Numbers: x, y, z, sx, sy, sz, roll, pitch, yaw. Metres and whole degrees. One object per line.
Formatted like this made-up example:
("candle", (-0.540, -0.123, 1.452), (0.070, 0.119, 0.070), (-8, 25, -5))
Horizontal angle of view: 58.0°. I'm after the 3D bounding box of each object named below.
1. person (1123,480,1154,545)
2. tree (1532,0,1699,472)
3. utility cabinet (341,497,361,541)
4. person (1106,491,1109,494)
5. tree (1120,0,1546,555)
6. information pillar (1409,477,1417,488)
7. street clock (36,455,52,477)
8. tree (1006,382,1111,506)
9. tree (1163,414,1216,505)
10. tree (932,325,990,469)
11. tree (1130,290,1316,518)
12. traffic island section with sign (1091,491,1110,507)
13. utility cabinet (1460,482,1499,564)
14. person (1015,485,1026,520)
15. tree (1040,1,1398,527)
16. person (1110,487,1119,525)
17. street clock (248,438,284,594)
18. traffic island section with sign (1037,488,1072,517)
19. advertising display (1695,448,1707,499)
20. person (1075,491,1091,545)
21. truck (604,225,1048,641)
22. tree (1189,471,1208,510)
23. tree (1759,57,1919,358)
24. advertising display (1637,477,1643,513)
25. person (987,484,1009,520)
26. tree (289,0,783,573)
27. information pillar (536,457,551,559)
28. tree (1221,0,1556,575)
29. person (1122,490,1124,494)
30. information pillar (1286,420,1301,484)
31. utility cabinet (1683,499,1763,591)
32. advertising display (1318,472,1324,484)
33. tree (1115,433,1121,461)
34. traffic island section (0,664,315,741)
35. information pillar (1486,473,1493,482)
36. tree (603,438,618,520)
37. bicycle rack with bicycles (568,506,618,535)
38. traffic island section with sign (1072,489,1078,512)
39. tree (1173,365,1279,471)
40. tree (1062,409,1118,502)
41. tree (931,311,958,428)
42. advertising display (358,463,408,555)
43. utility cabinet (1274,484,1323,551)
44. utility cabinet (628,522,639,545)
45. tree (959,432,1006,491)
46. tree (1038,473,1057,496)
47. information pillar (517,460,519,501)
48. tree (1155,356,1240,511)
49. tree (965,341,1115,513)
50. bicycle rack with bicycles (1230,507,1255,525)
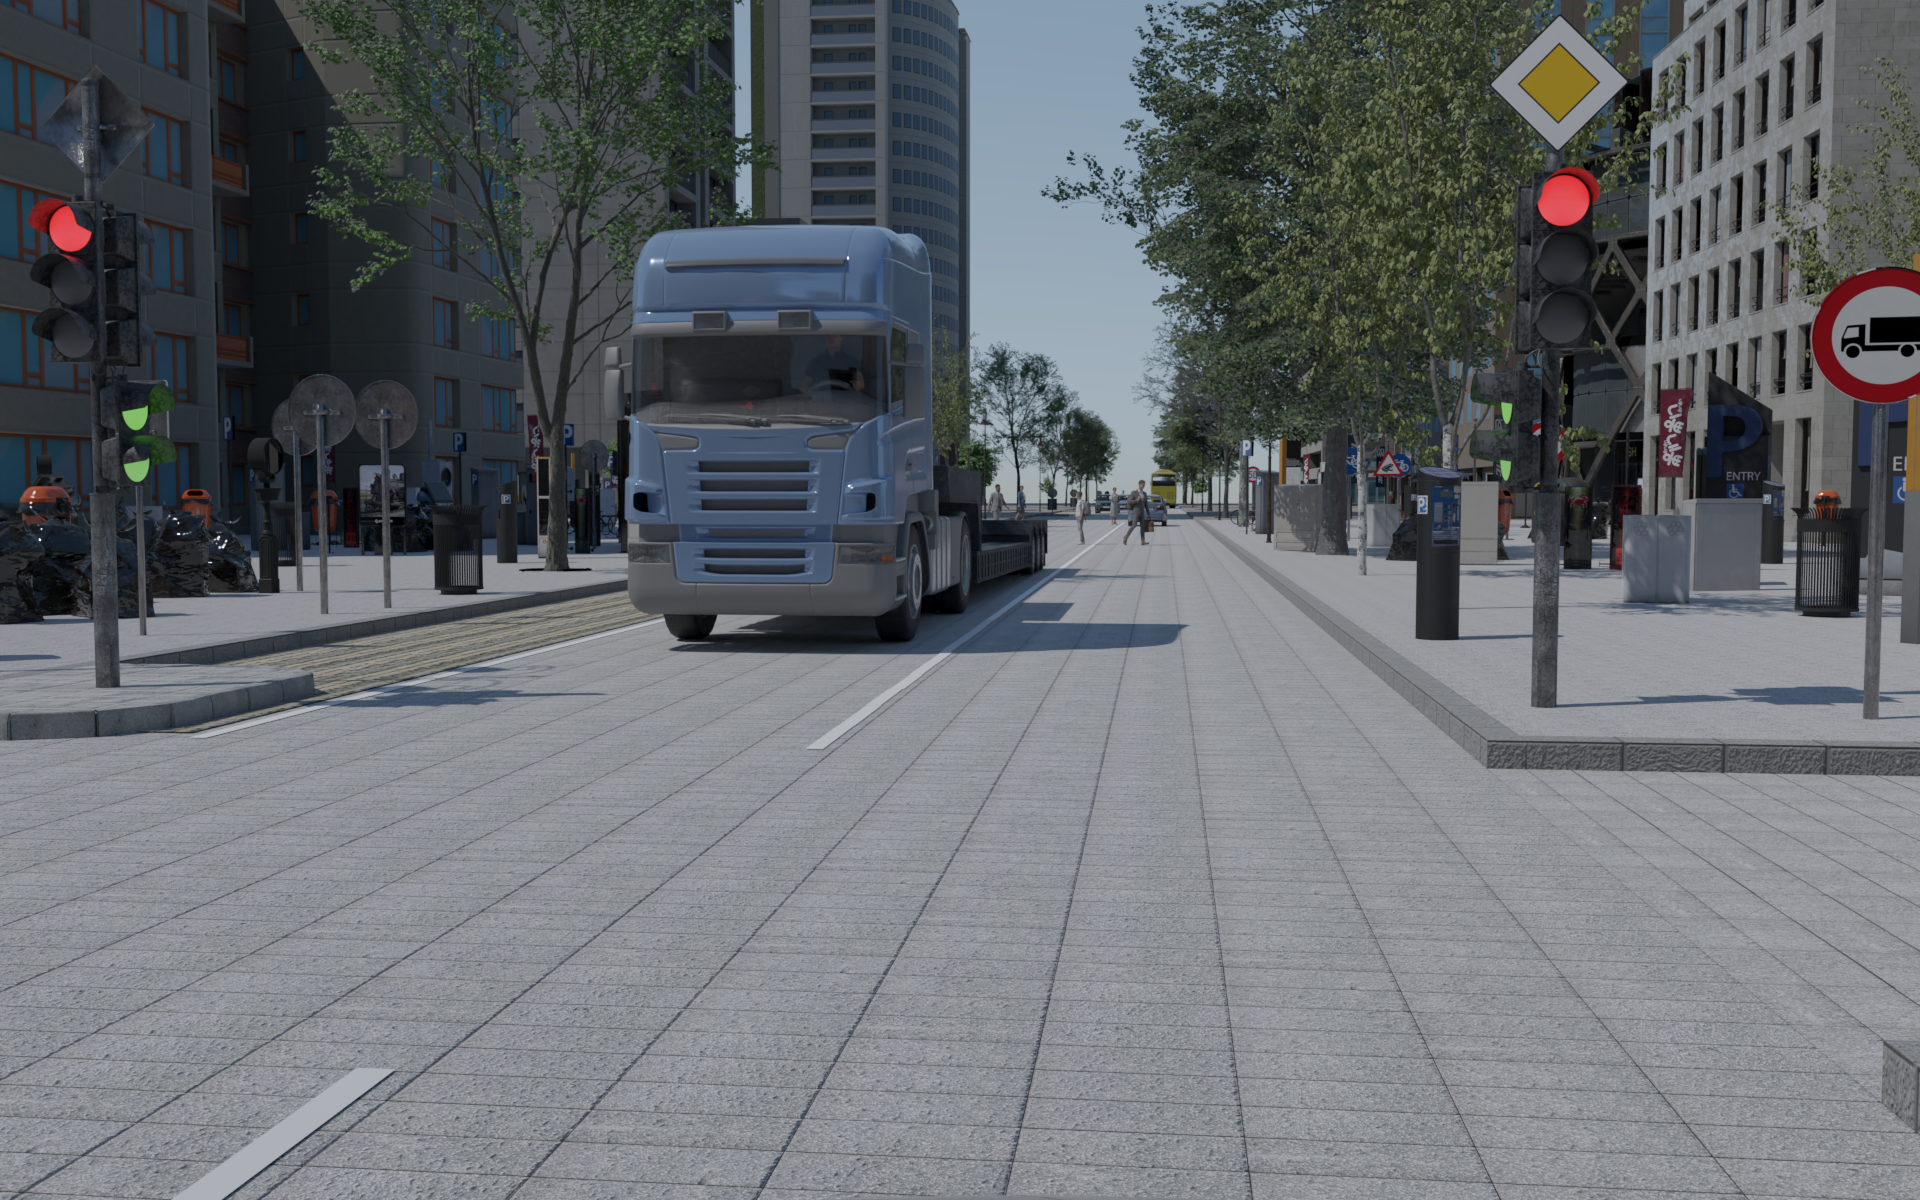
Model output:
("person", (4.994, -2.446, 48.461), (0.622, 1.834, 0.822), (-3, 5, -42))
("tree", (5.464, -4.189, 18.848), (4.737, 8.622, 4.395), (0, 3, 0))
("utility cabinet", (-16.699, -2.222, 47.491), (0.306, 1.237, 1.020), (-2, 4, -33))
("person", (16.824, -11.524, 196.931), (1.348, 1.822, 0.705), (2, 4, 28))
("tree", (7.861, -7.928, 36.283), (9.857, 13.997, 8.962), (0, 3, 0))
("information pillar", (19.363, -4.256, 74.075), (0.304, 2.012, 0.304), (0, 4, 1))
("street clock", (-16.908, -1.679, 32.024), (0.358, 2.002, 0.471), (-2, 4, -31))
("tree", (7.787, -12.824, 144.085), (8.767, 10.594, 7.601), (-2, 4, -29))
("tree", (28.396, -17.452, 211.087), (9.928, 11.665, 9.643), (0, 3, 0))
("tree", (-0.543, -7.600, 74.630), (4.737, 8.622, 4.395), (0, 3, 0))
("tree", (14.201, -11.096, 91.782), (12.009, 13.543, 11.850), (0, 3, 0))
("traffic island section with sign", (15.533, -11.234, 192.299), (1.989, 1.847, 2.006), (0, 4, 7))
("utility cabinet", (9.129, -1.388, 31.371), (1.173, 1.500, 0.318), (1, 4, 17))
("person", (2.725, -4.230, 77.678), (0.581, 1.822, 0.654), (-3, 5, -43))
("tree", (9.914, -12.971, 67.966), (12.611, 20.169, 13.585), (0, 3, 0))
("person", (7.242, -4.383, 80.726), (0.480, 1.755, 0.524), (-3, 4, -37))
("street clock", (-8.948, -1.089, 22.382), (0.358, 2.002, 0.471), (1, 4, 11))
("traffic island section with sign", (5.965, -6.249, 110.791), (1.989, 1.847, 2.006), (0, 4, 7))
("advertising display", (10.435, -1.175, 24.433), (0.123, 1.923, 0.974), (1, 4, 22))
("person", (3.443, -2.335, 49.268), (0.523, 1.515, 0.503), (-3, 5, -41))
("truck", (-0.724, -2.088, 23.892), (2.967, 4.110, 18.799), (0, 4, 7))
("tree", (19.925, -9.042, 142.437), (1.663, 3.219, 1.824), (0, 3, 0))
("tree", (15.465, -4.743, 27.904), (4.737, 8.622, 4.395), (0, 3, 0))
("advertising display", (26.278, -3.737, 66.305), (0.123, 1.923, 0.974), (-1, 4, -18))
("person", (1.331, -3.270, 62.231), (0.678, 1.792, 0.850), (-2, 4, -32))
("tree", (-6.764, -6.273, 28.322), (9.928, 11.665, 9.643), (0, 3, 0))
("information pillar", (-8.217, -1.835, 34.488), (0.304, 2.012, 0.304), (1, 4, 12))
("tree", (6.234, -4.682, 26.906), (4.737, 8.622, 4.395), (0, 3, 0))
("person", (16.493, -10.163, 174.657), (0.705, 1.826, 1.348), (2, 4, 34))
("information pillar", (10.335, -3.820, 53.816), (0.504, 3.616, 0.183), (1, 4, 23))
("utility cabinet", (10.122, -0.726, 23.024), (1.020, 1.237, 0.306), (-1, 4, -13))
("advertising display", (10.447, -2.746, 50.112), (0.123, 1.923, 0.974), (0, 4, 6))
("tree", (19.267, -19.538, 245.206), (9.928, 11.665, 9.643), (0, 3, 0))
("traffic island section", (-5.685, 0.658, 11.529), (2.009, 0.180, 2.903), (0, 4, 7))
("information pillar", (18.609, -3.445, 60.815), (0.304, 2.012, 0.304), (1, 4, 16))
("tree", (-16.492, -6.252, 85.934), (4.285, 4.588, 4.351), (0, 3, 0))
("bicycle rack with bicycles", (-11.663, -2.490, 54.102), (2.925, 0.926, 2.852), (3, 5, 41))
("traffic island section with sign", (9.127, -7.893, 137.682), (1.989, 1.847, 2.006), (0, 4, 7))
("tree", (17.184, -10.732, 109.884), (7.601, 10.594, 8.767), (-3, 4, -37))
("tree", (17.360, -19.197, 232.002), (7.486, 12.596, 7.792), (0, 3, 0))
("tree", (-2.224, -7.041, 65.475), (4.360, 8.622, 3.978), (0, 3, 0))
("advertising display", (-12.166, -1.915, 36.517), (0.974, 1.923, 0.123), (-1, 4, -9))
("utility cabinet", (7.599, -1.847, 38.872), (0.318, 1.500, 1.173), (-3, 5, -41))
("utility cabinet", (-5.683, -1.434, 32.128), (0.318, 1.500, 1.173), (2, 4, 28))
("tree", (0.777, -6.588, 91.425), (4.285, 4.588, 4.351), (0, 3, 0))
("tree", (7.695, -9.775, 154.427), (1.663, 3.219, 1.824), (0, 3, 0))
("information pillar", (-19.245, -5.105, 74.829), (0.183, 3.616, 0.504), (1, 4, 17))
("tree", (18.314, -12.858, 128.361), (7.486, 12.596, 7.792), (0, 3, 0))
("tree", (3.890, -11.764, 118.090), (9.928, 11.665, 9.643), (0, 3, 0))
("bicycle rack with bicycles", (12.556, -3.572, 71.778), (2.925, 0.926, 2.852), (2, 4, 31))
